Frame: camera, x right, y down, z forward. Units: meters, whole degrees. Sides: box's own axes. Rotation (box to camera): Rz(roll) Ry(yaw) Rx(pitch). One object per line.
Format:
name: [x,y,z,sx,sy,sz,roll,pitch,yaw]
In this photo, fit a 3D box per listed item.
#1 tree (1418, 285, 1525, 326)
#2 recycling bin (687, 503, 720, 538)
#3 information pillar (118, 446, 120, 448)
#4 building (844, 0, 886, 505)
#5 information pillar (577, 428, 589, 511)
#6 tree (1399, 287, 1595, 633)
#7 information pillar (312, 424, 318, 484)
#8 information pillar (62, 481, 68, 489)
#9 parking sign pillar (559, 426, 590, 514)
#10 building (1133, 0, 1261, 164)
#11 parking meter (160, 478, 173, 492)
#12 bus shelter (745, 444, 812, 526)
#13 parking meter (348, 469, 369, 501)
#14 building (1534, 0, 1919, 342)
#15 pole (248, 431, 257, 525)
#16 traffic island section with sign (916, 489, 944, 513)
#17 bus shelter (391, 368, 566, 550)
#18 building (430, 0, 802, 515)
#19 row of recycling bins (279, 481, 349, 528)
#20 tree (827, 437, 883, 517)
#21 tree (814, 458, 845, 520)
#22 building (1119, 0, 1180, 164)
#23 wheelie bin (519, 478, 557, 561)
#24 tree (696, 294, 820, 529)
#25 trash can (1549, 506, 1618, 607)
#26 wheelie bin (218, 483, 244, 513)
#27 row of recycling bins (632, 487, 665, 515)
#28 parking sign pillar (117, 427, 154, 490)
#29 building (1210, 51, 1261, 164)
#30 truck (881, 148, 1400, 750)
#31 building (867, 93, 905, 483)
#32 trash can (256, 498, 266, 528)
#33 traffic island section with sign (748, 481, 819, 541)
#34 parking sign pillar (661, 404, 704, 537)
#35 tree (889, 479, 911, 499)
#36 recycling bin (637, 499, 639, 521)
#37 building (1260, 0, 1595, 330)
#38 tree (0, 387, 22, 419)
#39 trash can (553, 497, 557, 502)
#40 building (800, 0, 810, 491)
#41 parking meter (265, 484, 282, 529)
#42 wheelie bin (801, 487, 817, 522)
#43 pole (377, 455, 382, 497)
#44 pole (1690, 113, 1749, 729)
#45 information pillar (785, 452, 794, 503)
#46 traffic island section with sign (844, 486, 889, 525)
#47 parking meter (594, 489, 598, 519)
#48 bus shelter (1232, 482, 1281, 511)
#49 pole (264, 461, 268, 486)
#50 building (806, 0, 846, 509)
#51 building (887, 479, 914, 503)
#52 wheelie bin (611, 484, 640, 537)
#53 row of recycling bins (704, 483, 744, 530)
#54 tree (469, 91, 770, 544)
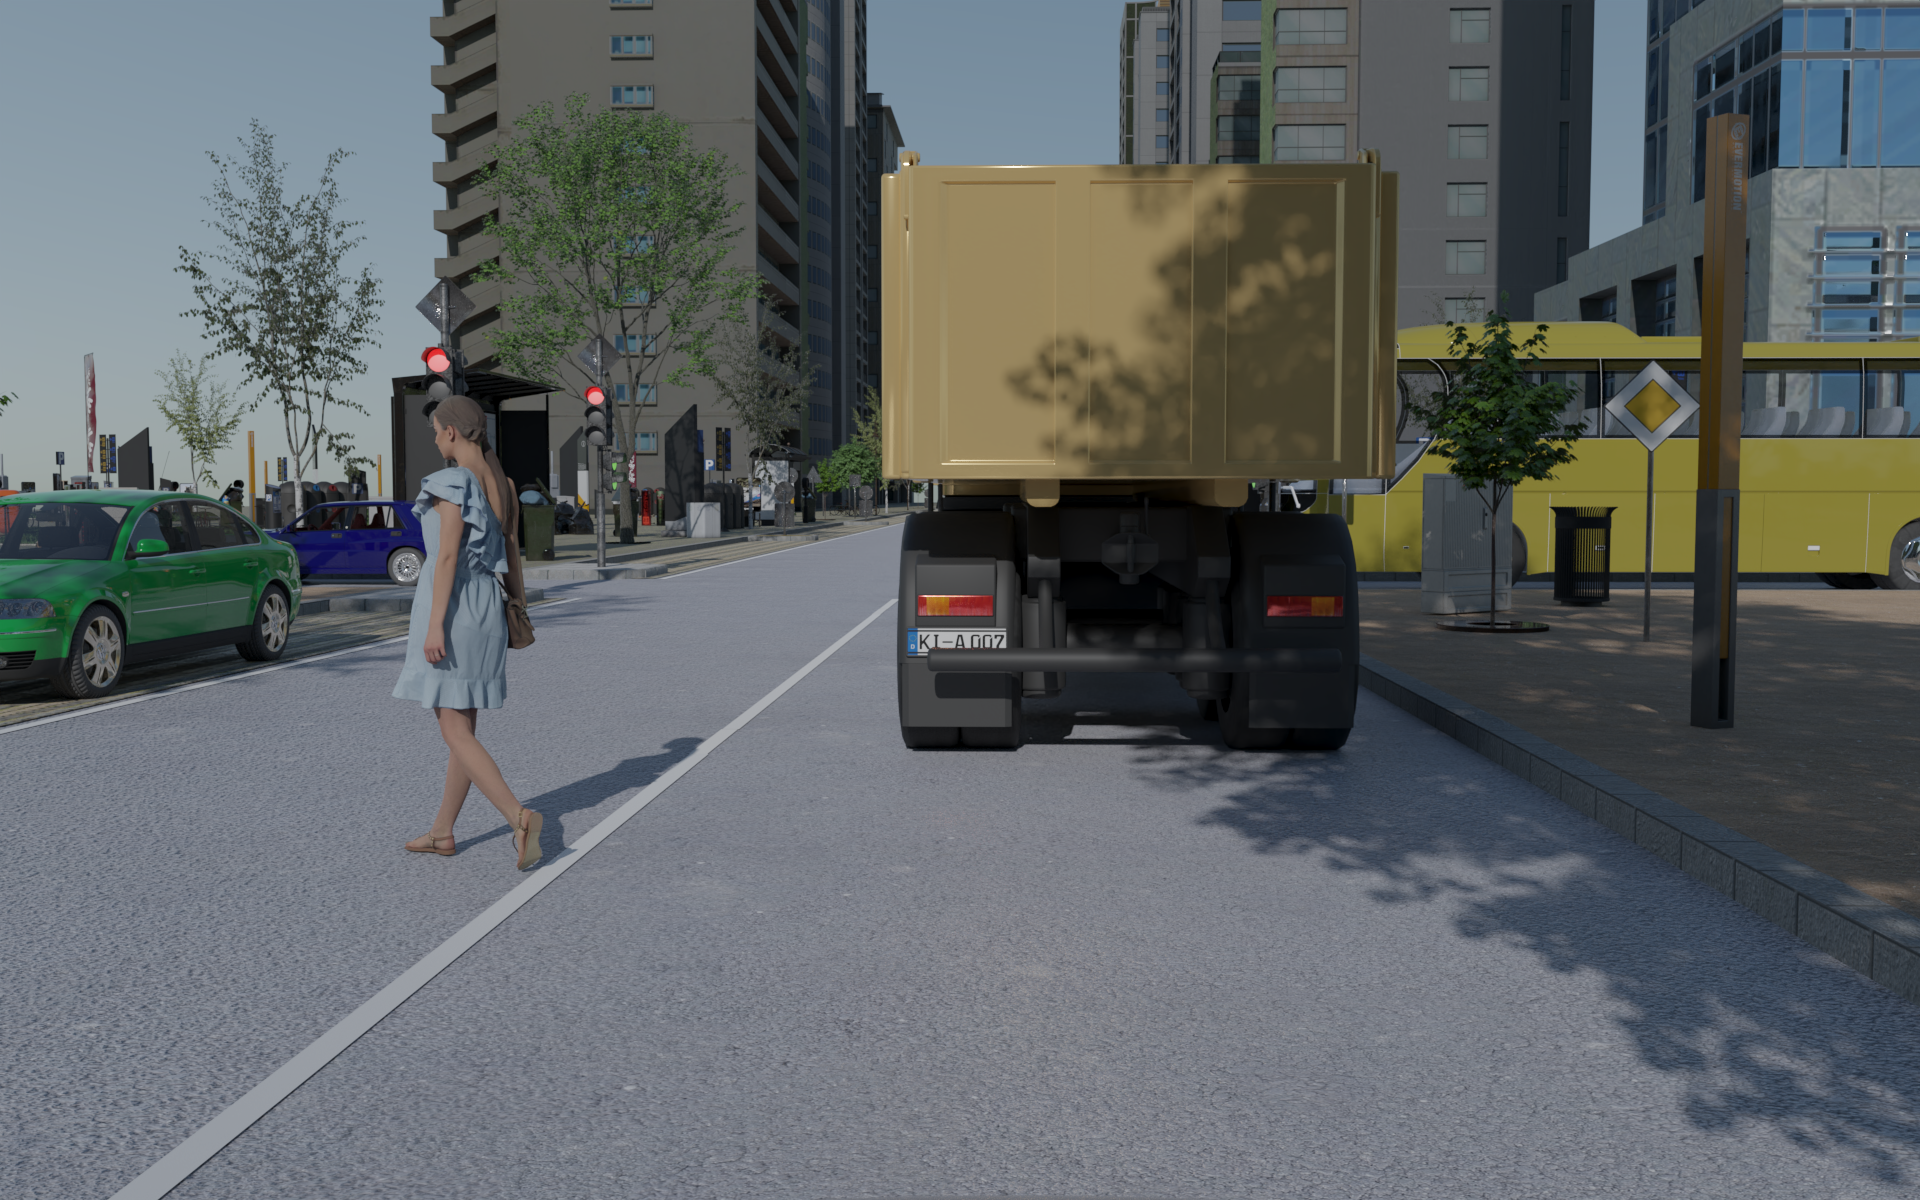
tree: [17.212,-6.754,60.788,4.360,8.622,3.978,0,3,0]
recycling bin: [-7.489,-2.326,50.582,0.722,1.027,0.722,2,4,35]
information pillar: [-40.519,-5.664,83.958,0.504,3.616,0.183,0,4,-3]
building: [-19.505,-47.061,207.704,20.563,71.187,20.611,0,4,2]
information pillar: [-13.419,-4.303,61.713,0.504,3.616,0.183,3,4,38]
tree: [5.056,-1.323,16.231,1.663,3.219,1.824,0,3,0]
information pillar: [-21.587,-4.076,57.995,0.183,3.616,0.504,-2,4,-31]
information pillar: [-48.636,-5.477,94.048,0.304,2.012,0.304,1,4,23]
parking sign pillar: [-15.410,-4.938,69.212,1.447,3.967,1.447,3,4,37]
building: [31.663,-41.003,212.397,21.231,58.520,28.212,0,4,2]
parking meter: [-28.086,-3.401,61.321,0.399,1.863,0.255,-1,4,-22]
bus shelter: [-7.519,-4.790,72.237,2.014,3.302,5.546,0,4,2]
parking meter: [-12.868,-1.918,37.074,0.399,1.863,0.255,-1,4,-16]
building: [32.003,-44.643,42.584,31.000,86.520,22.319,0,4,2]
pole: [-22.852,-3.796,55.907,0.158,3.312,0.155,0,3,0]
traffic island section with sign: [-2.305,-7.436,130.201,1.989,1.847,2.006,0,4,2]
bus shelter: [-9.741,-2.708,35.553,1.731,3.624,6.357,0,4,2]
building: [-22.698,-30.129,116.313,21.300,48.544,21.600,0,4,2]
row of recycling bins: [-20.702,-2.972,55.697,1.069,1.692,3.534,1,4,13]
tree: [-5.934,-6.900,96.522,4.285,4.588,4.351,0,3,0]
tree: [-6.696,-5.527,84.974,1.663,3.219,1.824,0,3,0]
building: [31.584,-49.763,251.870,20.563,71.187,20.611,0,4,2]
wheelie bin: [-8.120,-1.557,33.365,0.693,1.594,0.980,-1,4,-13]
tree: [-7.396,-6.885,62.925,4.360,8.622,3.978,0,3,0]
trash can: [7.141,-0.503,19.873,0.748,1.137,0.748,0,3,0]
wheelie bin: [-20.593,-2.511,48.957,0.693,1.594,0.980,-2,4,-23]
row of recycling bins: [-18.647,-6.006,105.305,3.534,1.692,1.069,1,4,19]
parking sign pillar: [-33.234,-4.978,69.856,1.447,3.967,1.447,0,4,5]
building: [23.576,-21.094,116.581,14.160,30.474,14.107,0,4,2]
truck: [1.021,-1.065,13.345,3.469,3.379,9.791,0,4,2]
building: [-22.480,-39.338,232.414,28.713,52.752,27.495,0,4,2]
trash can: [-26.319,-3.295,65.522,0.748,1.137,0.748,0,3,0]
traffic island section with sign: [-5.395,-2.728,53.234,1.989,1.847,2.006,0,4,2]
parking sign pillar: [-8.342,-3.912,52.426,1.447,3.967,1.447,3,4,38]
tree: [-4.618,-12.326,151.887,4.360,8.622,3.978,0,3,0]
recycling bin: [-15.760,-4.270,82.366,0.722,1.027,0.722,-3,4,-38]
building: [21.236,-24.428,82.987,14.154,41.232,14.086,0,4,2]
tree: [-9.243,-1.232,14.745,1.663,3.219,1.824,0,3,0]
trash can: [-17.514,-3.866,74.860,0.748,1.137,0.748,0,3,0]
building: [-19.657,-27.636,135.448,14.154,41.232,14.086,0,4,2]
parking meter: [-17.080,-2.122,43.100,0.372,1.533,0.369,0,3,0]
wheelie bin: [-6.943,-4.370,79.357,0.693,1.594,0.980,-1,4,-15]
pole: [-29.918,-5.840,89.327,0.158,3.312,0.155,0,3,0]
pole: [4.143,-0.954,9.443,0.158,3.312,0.155,0,3,0]
information pillar: [-9.476,-6.408,96.126,0.504,3.616,0.183,0,4,7]
traffic island section with sign: [-4.319,-4.376,80.168,1.989,1.847,2.006,0,4,2]
parking meter: [-19.011,-5.050,90.974,0.372,1.533,0.369,0,3,0]
bus shelter: [6.557,-2.801,37.083,1.731,3.624,6.357,0,4,2]
pole: [-42.477,-6.863,106.053,0.158,3.312,0.155,0,3,0]
building: [-22.352,-37.604,156.830,21.231,58.520,28.212,0,4,2]
building: [-14.226,-29.483,253.745,14.160,30.474,14.107,0,4,2]
wheelie bin: [-10.032,-2.697,52.007,0.693,1.594,0.980,-3,5,-39]
row of recycling bins: [-8.646,-3.444,63.428,1.069,1.692,3.534,1,4,8]
tree: [-8.636,-7.265,44.542,9.928,11.665,9.643,0,3,0]
